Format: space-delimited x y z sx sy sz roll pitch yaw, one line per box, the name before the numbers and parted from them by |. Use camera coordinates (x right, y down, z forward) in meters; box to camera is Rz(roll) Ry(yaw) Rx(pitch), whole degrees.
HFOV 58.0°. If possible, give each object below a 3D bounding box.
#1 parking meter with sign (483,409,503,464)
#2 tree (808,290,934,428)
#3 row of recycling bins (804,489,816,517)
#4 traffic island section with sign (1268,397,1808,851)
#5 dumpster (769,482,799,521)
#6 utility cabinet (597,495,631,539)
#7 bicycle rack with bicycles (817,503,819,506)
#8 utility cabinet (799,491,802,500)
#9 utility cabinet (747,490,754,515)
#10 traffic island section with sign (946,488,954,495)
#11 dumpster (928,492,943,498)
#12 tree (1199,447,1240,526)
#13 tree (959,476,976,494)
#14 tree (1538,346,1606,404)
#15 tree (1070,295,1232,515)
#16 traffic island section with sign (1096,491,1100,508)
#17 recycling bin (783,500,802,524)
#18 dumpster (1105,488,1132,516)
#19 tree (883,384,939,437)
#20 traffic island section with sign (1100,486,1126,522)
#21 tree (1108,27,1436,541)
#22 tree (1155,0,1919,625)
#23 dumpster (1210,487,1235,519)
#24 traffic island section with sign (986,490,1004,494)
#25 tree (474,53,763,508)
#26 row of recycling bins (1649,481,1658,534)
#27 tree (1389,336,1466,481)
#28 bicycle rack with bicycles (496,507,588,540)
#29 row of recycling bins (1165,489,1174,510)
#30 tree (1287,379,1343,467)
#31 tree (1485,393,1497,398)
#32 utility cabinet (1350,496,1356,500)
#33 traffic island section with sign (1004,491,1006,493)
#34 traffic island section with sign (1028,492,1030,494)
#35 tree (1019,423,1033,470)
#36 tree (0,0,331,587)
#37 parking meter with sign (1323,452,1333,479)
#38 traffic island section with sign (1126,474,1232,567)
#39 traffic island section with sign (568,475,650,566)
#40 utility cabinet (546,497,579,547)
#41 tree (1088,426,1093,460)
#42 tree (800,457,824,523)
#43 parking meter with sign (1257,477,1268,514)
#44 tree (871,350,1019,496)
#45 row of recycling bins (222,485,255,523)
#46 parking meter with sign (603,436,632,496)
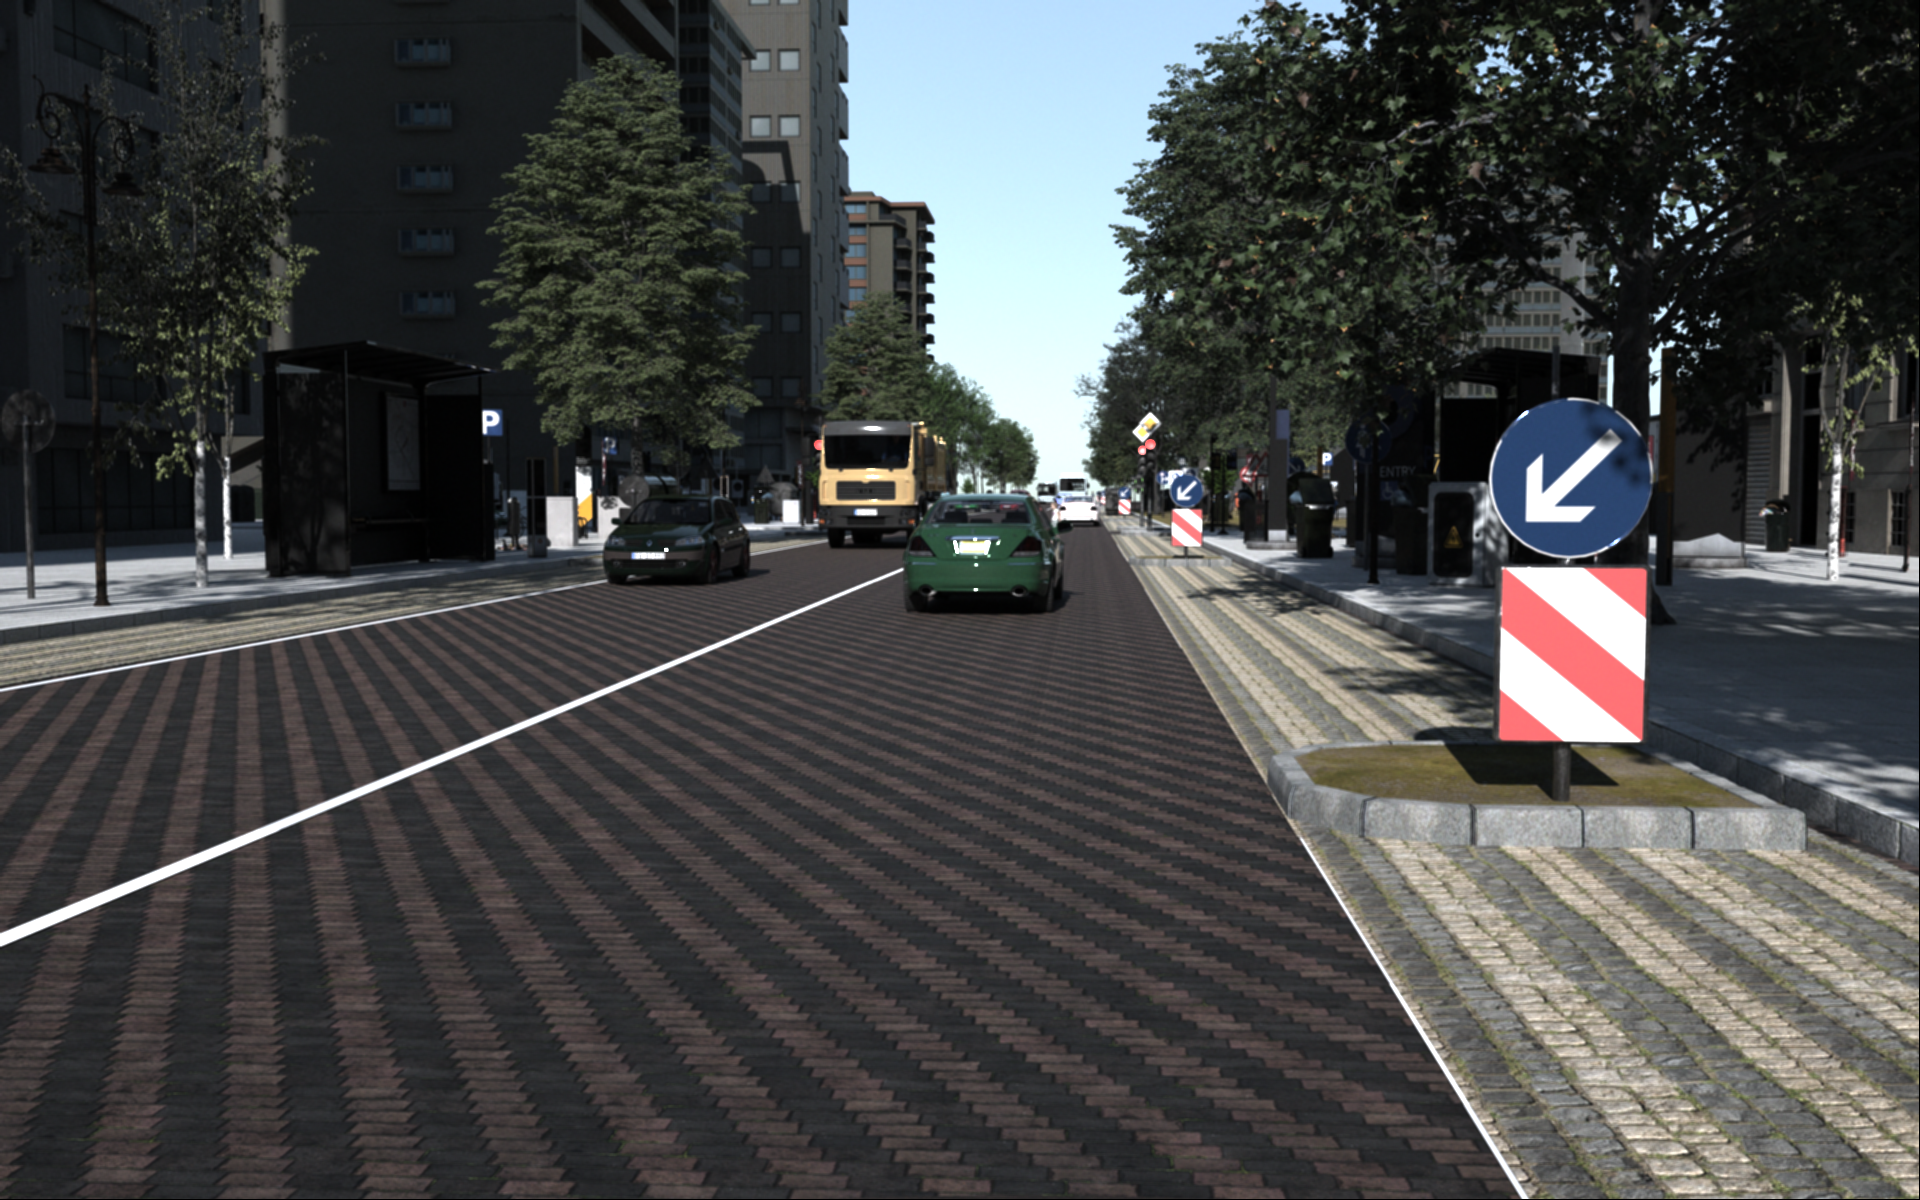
parking meter with sign | -10.079 -2.452 36.358 0.543 3.016 1.738 -2 4 -29
tree | -4.838 -10.929 96.811 7.486 12.596 7.792 0 3 0
row of recycling bins | -7.189 -5.557 97.975 3.534 1.692 1.069 1 4 11
traffic island section with sign | 2.465 0.043 7.923 1.989 1.847 2.006 0 4 4
dumpster | -8.494 -4.725 83.007 1.264 1.857 1.865 0 4 4
utility cabinet | -9.758 -2.325 49.182 1.020 1.237 0.306 1 4 12
bicycle rack with bicycles | -9.161 -6.819 124.866 2.925 0.926 2.852 0 4 0
utility cabinet | -11.623 -7.250 127.213 0.318 1.500 1.173 0 4 -4
utility cabinet | -11.979 -5.741 102.549 1.173 1.500 0.318 0 4 6
traffic island section with sign | -0.707 -6.670 117.674 1.989 1.847 2.006 0 4 4
dumpster | -1.784 -7.866 134.362 1.264 1.857 1.865 0 4 4
tree | 10.843 -4.749 72.252 1.663 3.219 1.824 0 3 0
tree | 0.696 -10.905 172.905 1.663 3.219 1.824 0 3 0
tree | 29.449 -8.267 85.520 4.737 8.622 4.395 0 3 0
tree | 11.977 -12.010 106.737 12.009 13.543 11.850 0 3 0
traffic island section with sign | 10.409 -6.645 117.277 1.989 1.847 2.006 0 4 4
recycling bin | -7.156 -3.755 73.954 0.722 1.027 0.722 0 4 5
dumpster | 10.485 -6.516 114.760 1.865 1.857 1.264 0 4 5
tree | -3.274 -9.886 112.005 4.737 8.622 4.395 0 3 0
traffic island section with sign | 8.457 -5.001 90.393 1.989 1.847 2.006 0 4 4
tree | 8.653 -8.559 46.602 9.857 13.997 8.962 0 3 0
tree | 6.768 -6.114 16.972 9.611 12.733 9.660 0 3 0
dumpster | 13.348 -5.055 88.410 1.264 1.857 1.865 0 4 4
traffic island section with sign | 2.935 -9.749 168.017 1.989 1.847 2.006 0 4 4
tree | -8.934 -7.790 45.487 7.486 12.596 7.792 0 3 0
row of recycling bins | 21.252 -3.000 56.166 3.534 1.692 1.069 1 4 22
tree | 19.799 -7.717 76.527 4.360 8.622 3.978 0 3 0
bicycle rack with bicycles | -11.648 -2.187 49.134 2.852 0.926 2.925 2 4 26
row of recycling bins | 16.618 -8.005 138.002 1.069 1.692 3.534 1 4 9
tree | 21.079 -9.541 106.361 4.737 8.622 4.395 0 3 0
tree | 37.152 -10.442 121.086 4.737 8.622 4.395 0 3 0
utility cabinet | 31.619 -7.869 139.822 1.020 1.237 0.306 2 4 35
traffic island section with sign | 4.891 -11.393 194.901 1.989 1.847 2.006 0 4 4
traffic island section with sign | 10.888 -16.437 277.373 1.989 1.847 2.006 0 4 4
tree | -0.555 -13.845 152.124 9.928 11.665 9.643 0 3 0
tree | -10.696 -4.486 23.708 4.360 8.622 3.978 0 3 0
parking meter with sign | 15.049 -4.627 71.912 0.543 3.016 1.738 1 4 22
traffic island section with sign | 4.421 -1.610 34.948 1.989 1.847 2.006 0 4 4
traffic island section with sign | -6.710 -1.623 35.165 1.989 1.847 2.006 0 4 4
utility cabinet | -9.836 -1.901 42.246 1.020 1.237 0.306 1 4 13
tree | 14.293 -13.332 124.627 9.857 13.997 8.962 0 3 0
tree | -5.914 -5.019 76.668 1.663 3.219 1.824 0 3 0
parking meter with sign | 19.608 -6.971 110.231 1.738 3.016 0.543 -2 4 -26
tree | -2.828 -12.203 125.272 9.928 11.665 9.643 0 3 0
row of recycling bins | -33.244 -4.383 78.768 1.069 1.692 3.534 1 4 10
parking meter with sign | -10.102 -3.470 52.997 0.543 3.016 1.738 2 4 30
